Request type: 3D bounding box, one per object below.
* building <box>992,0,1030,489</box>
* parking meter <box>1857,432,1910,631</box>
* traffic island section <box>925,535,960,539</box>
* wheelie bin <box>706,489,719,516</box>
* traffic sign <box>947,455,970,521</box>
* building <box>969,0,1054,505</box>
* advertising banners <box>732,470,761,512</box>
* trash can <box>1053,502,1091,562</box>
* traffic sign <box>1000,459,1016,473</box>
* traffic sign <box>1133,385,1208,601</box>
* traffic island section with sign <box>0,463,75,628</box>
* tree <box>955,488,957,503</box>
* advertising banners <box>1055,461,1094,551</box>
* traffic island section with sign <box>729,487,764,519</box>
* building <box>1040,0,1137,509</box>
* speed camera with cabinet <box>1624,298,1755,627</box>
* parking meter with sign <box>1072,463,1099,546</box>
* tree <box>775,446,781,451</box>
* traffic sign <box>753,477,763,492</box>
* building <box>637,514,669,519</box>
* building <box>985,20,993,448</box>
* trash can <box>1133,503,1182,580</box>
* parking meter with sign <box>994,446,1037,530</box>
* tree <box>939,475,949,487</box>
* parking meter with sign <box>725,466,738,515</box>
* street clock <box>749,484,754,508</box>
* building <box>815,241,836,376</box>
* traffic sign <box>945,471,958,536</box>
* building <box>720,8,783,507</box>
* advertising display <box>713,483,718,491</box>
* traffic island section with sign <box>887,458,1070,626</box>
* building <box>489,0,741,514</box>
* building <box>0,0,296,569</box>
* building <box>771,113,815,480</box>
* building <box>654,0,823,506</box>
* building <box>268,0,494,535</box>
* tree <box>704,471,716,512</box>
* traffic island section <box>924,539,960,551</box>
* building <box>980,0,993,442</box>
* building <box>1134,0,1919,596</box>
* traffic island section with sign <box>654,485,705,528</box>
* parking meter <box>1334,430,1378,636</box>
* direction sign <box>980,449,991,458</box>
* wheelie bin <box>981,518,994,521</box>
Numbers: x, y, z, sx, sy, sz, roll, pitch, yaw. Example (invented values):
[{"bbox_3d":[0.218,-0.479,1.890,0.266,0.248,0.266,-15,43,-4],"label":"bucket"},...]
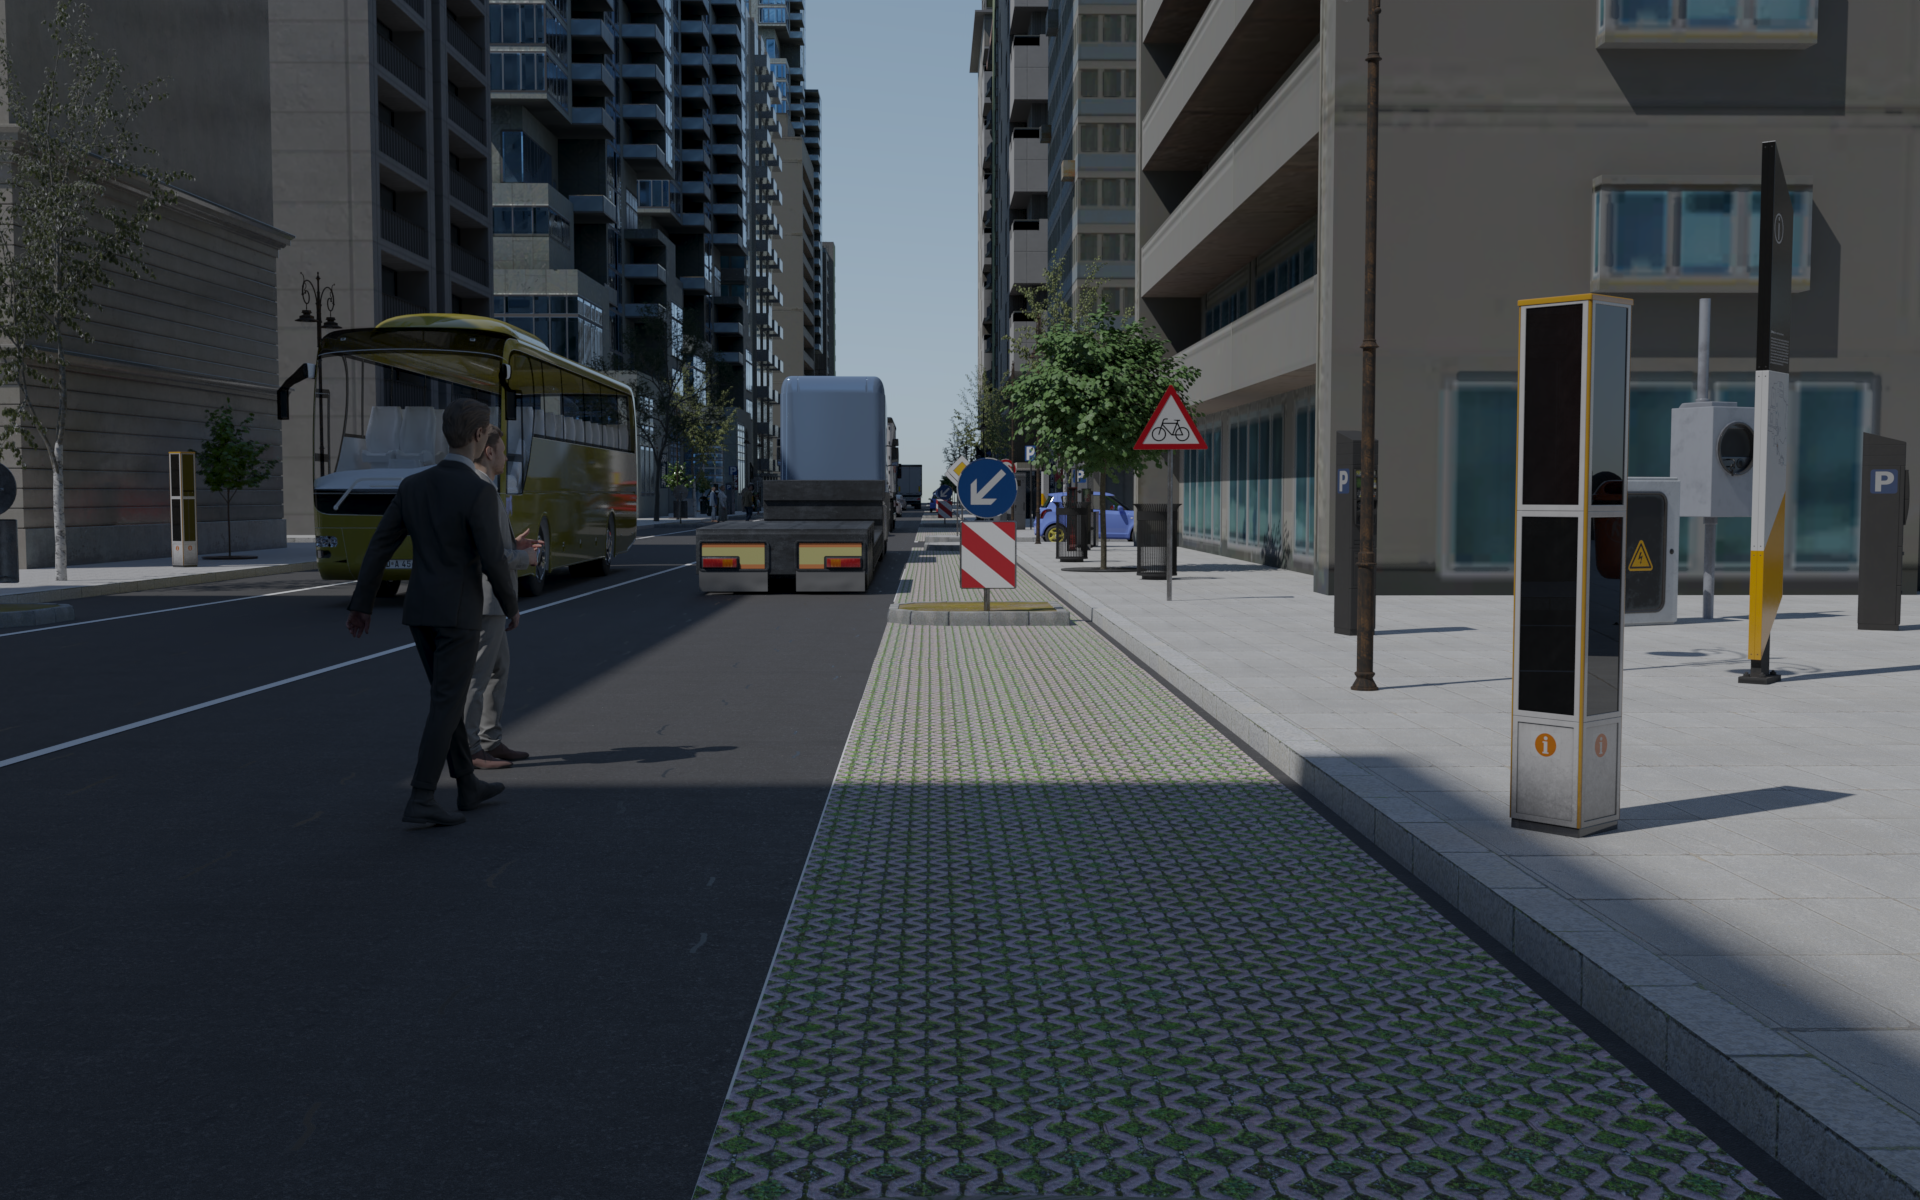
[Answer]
[{"bbox_3d":[9.539,-27.785,137.878,14.154,41.232,14.086,0,4,-1],"label":"building"},{"bbox_3d":[8.705,-0.648,16.311,0.399,1.863,0.255,2,4,29],"label":"parking meter"},{"bbox_3d":[-0.058,-1.862,52.727,2.009,0.180,2.903,0,4,-1],"label":"traffic island section"},{"bbox_3d":[-14.319,-5.670,100.614,0.693,1.594,0.980,1,4,13],"label":"wheelie bin"},{"bbox_3d":[0.055,-2.509,44.665,0.795,2.450,0.064,0,4,-1],"label":"traffic sign"},{"bbox_3d":[15.655,-36.576,187.260,28.713,52.752,27.495,0,4,-1],"label":"building"},{"bbox_3d":[-15.240,-7.775,123.308,2.074,3.025,0.090,0,4,0],"label":"advertising banners"},{"bbox_3d":[2.111,-1.286,32.686,0.748,1.137,0.748,0,3,0],"label":"trash can"},{"bbox_3d":[1.669,-3.842,62.926,0.768,2.556,0.104,1,4,9],"label":"traffic sign"},{"bbox_3d":[2.511,-1.267,20.714,0.884,2.594,0.081,0,4,2],"label":"traffic sign"},{"bbox_3d":[-11.086,-0.649,19.243,1.989,1.847,2.006,0,4,-1],"label":"traffic island section with sign"},{"bbox_3d":[-0.484,-16.139,258.478,1.663,3.219,1.824,0,3,0],"label":"tree"},{"bbox_3d":[2.534,-2.613,38.916,0.090,3.025,2.074,2,4,29],"label":"advertising banners"},{"bbox_3d":[-12.473,-5.680,101.494,1.989,1.847,2.006,0,4,-1],"label":"traffic island section with sign"},{"bbox_3d":[15.797,-23.156,70.490,23.993,40.220,32.217,0,4,-1],"label":"building"},{"bbox_3d":[6.989,-1.397,17.173,2.038,3.252,0.660,-2,4,-24],"label":"speed camera with cabinet"},{"bbox_3d":[2.987,-2.787,41.832,0.543,3.016,1.738,1,4,16],"label":"parking meter with sign"},{"bbox_3d":[-16.844,-18.013,204.882,12.009,13.543,11.850,0,3,0],"label":"tree"},{"bbox_3d":[-14.691,-7.693,125.894,0.768,2.556,0.104,0,4,0],"label":"traffic sign"},{"bbox_3d":[-28.264,-48.359,103.335,22.319,86.520,31.000,0,4,-1],"label":"building"},{"bbox_3d":[13.554,-30.866,159.278,22.147,44.769,28.867,0,4,-1],"label":"building"},{"bbox_3d":[2.959,-0.878,26.006,0.748,1.137,0.748,0,3,0],"label":"trash can"},{"bbox_3d":[1.957,-4.022,62.019,1.738,3.016,0.543,-3,5,-42],"label":"parking meter with sign"},{"bbox_3d":[-1.269,-16.324,250.606,4.285,4.588,4.351,0,3,0],"label":"tree"},{"bbox_3d":[-14.370,-6.843,108.142,0.543,3.016,1.738,1,4,8],"label":"parking meter with sign"},{"bbox_3d":[-14.781,-7.228,122.753,0.358,2.002,0.471,-2,4,-33],"label":"street clock"},{"bbox_3d":[-26.941,-36.038,272.810,14.154,41.232,14.086,0,4,-1],"label":"building"},{"bbox_3d":[-0.081,-2.997,52.649,0.795,2.450,0.064,0,4,-1],"label":"traffic sign"},{"bbox_3d":[-29.569,-33.865,173.302,23.786,49.044,30.456,0,4,-1],"label":"building"},{"bbox_3d":[-14.723,-6.073,104.506,0.123,1.923,0.974,-1,4,-19],"label":"advertising display"},{"bbox_3d":[0.180,-0.672,19.616,1.989,1.847,2.006,0,4,-1],"label":"traffic island section with sign"},{"bbox_3d":[-27.935,-50.659,140.954,22.319,86.520,31.000,0,4,-1],"label":"building"},{"bbox_3d":[-32.927,-13.219,35.217,34.723,24.649,14.460,0,4,-1],"label":"building"},{"bbox_3d":[-30.178,-36.700,223.748,21.300,48.544,21.600,0,4,-1],"label":"building"},{"bbox_3d":[-29.772,-57.259,248.850,22.319,86.520,31.000,0,4,-1],"label":"building"},{"bbox_3d":[-26.332,-38.155,62.091,20.563,71.187,20.611,0,4,-1],"label":"building"},{"bbox_3d":[-18.482,-7.877,123.385,1.663,3.219,1.824,0,3,0],"label":"tree"},{"bbox_3d":[0.078,-1.374,44.743,2.009,0.180,2.903,0,4,-1],"label":"traffic island section"},{"bbox_3d":[11.248,-49.669,250.344,20.563,71.187,20.611,0,4,-1],"label":"building"},{"bbox_3d":[15.118,-24.913,31.036,21.300,48.544,21.600,0,4,-1],"label":"building"},{"bbox_3d":[-12.030,-4.031,74.543,1.989,1.847,2.006,0,4,-1],"label":"traffic island section with sign"},{"bbox_3d":[3.606,-0.615,15.767,0.255,1.863,0.399,-1,4,-15],"label":"parking meter"},{"bbox_3d":[1.231,-5.840,87.485,0.876,3.537,0.379,-3,5,-39],"label":"direction sign"},{"bbox_3d":[1.350,-4.500,81.487,0.980,1.594,0.693,0,4,3],"label":"wheelie bin"}]
